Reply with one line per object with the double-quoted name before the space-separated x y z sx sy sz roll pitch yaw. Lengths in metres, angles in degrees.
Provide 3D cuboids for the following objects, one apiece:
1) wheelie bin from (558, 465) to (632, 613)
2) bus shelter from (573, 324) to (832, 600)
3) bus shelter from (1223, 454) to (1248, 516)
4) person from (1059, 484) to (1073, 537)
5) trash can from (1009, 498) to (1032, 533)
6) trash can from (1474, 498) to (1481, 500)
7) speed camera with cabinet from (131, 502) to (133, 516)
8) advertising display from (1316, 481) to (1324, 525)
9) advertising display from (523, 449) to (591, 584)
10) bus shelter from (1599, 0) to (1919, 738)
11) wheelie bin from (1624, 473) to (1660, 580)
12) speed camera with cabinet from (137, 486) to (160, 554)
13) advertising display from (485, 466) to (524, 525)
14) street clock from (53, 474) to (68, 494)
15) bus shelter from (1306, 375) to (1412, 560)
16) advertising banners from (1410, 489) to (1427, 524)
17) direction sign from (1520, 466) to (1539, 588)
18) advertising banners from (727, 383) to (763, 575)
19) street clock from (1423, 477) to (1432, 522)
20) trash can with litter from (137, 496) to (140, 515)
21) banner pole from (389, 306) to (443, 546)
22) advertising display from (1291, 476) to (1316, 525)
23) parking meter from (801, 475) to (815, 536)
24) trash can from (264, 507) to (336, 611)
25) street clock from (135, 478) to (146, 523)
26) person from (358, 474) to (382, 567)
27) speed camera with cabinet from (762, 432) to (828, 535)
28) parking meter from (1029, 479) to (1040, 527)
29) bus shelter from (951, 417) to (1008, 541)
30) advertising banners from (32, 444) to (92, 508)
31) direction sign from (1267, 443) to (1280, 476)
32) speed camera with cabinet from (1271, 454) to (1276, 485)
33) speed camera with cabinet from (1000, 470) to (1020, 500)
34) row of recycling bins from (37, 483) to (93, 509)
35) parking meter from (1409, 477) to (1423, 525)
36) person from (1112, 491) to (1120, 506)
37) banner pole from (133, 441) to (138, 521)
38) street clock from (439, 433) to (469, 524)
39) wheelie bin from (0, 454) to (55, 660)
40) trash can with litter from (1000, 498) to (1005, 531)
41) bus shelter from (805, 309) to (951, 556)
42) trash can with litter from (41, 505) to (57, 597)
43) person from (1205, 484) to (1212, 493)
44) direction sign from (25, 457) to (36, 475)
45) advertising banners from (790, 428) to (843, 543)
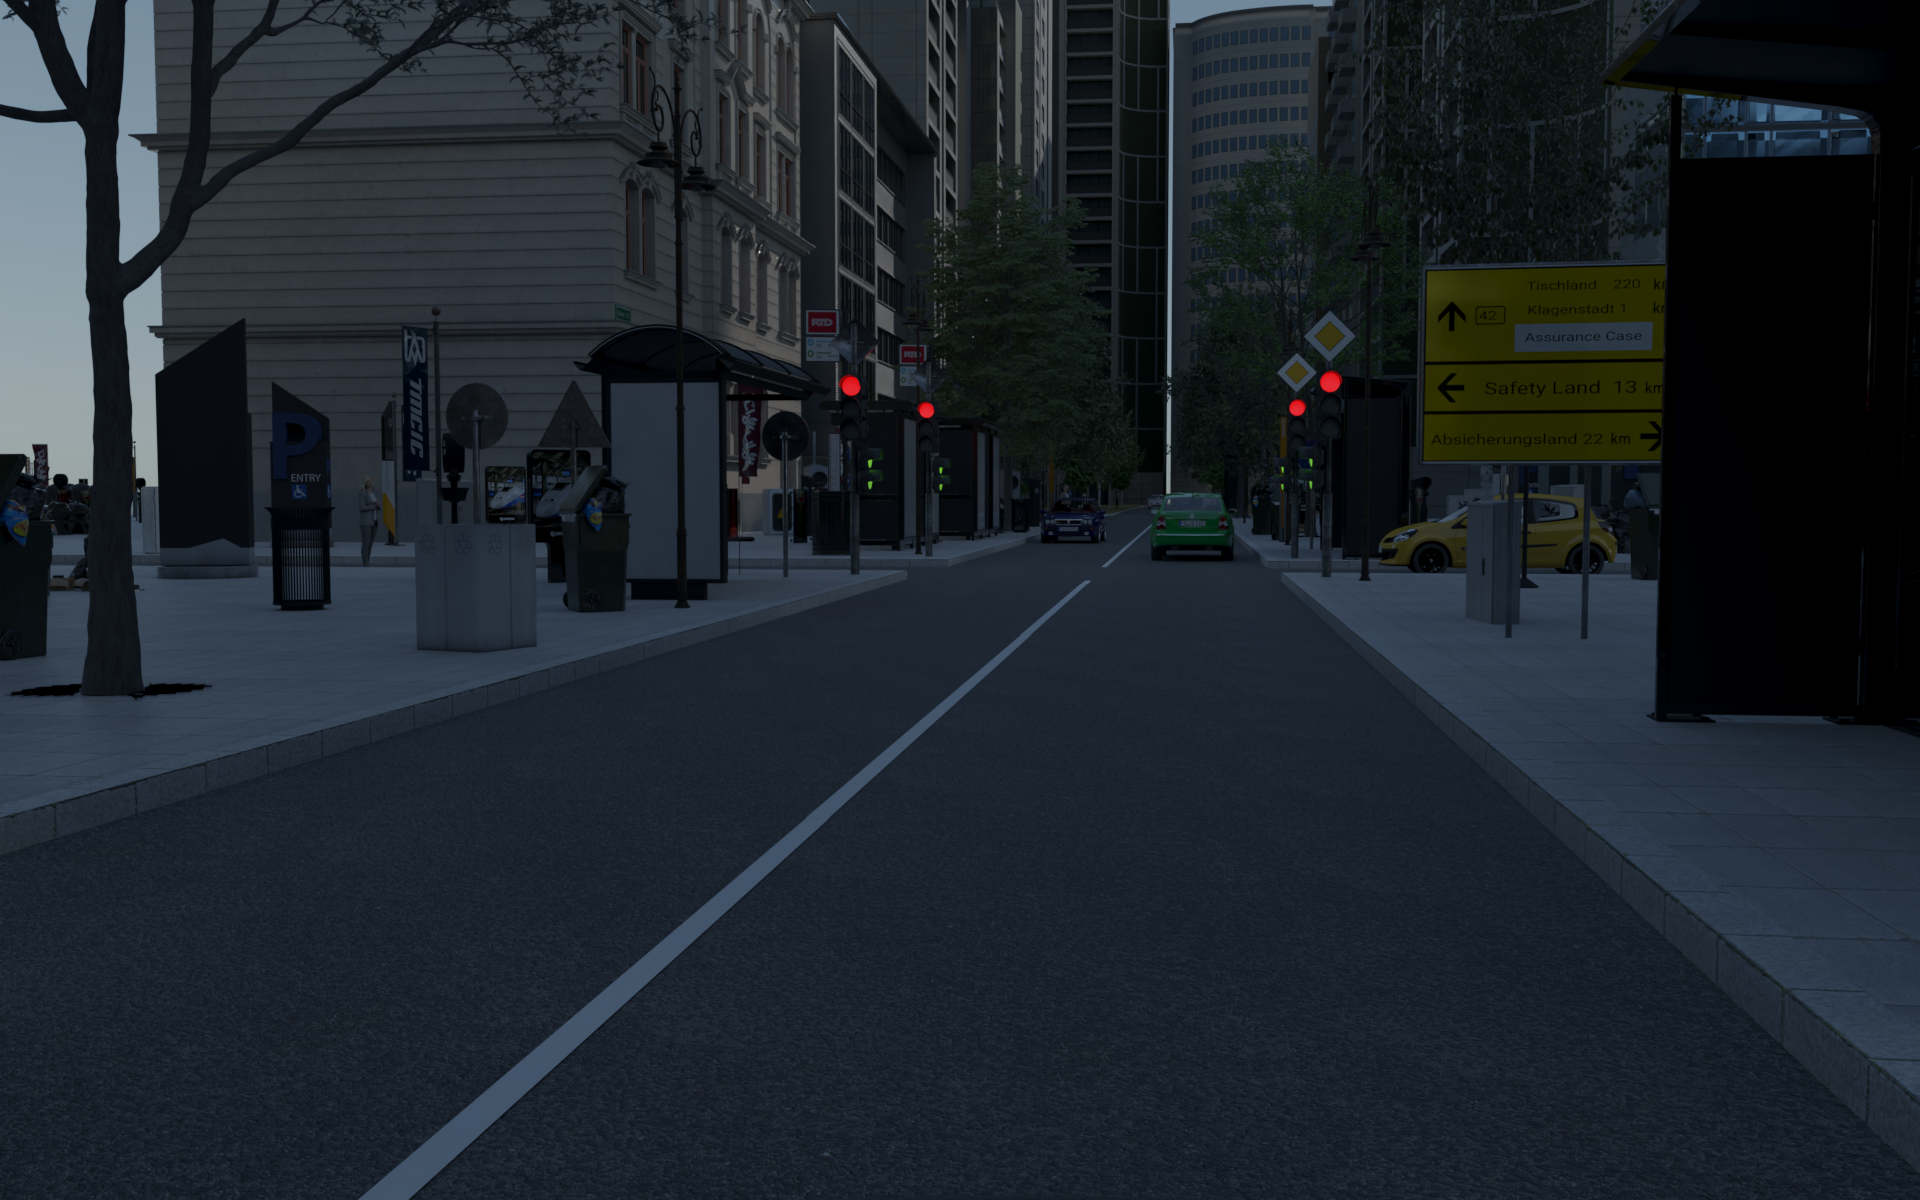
"wheelie bin" -4.003 -0.682 19.052 0.693 1.594 0.980 -2 4 -30
"bus shelter" -3.272 -1.803 23.409 2.014 3.302 5.546 0 4 7
"bus shelter" 16.310 -6.851 103.289 1.731 3.624 6.357 0 4 8
"person" 3.560 -2.985 57.858 0.362 1.759 0.519 3 5 45
"trash can" 2.013 -2.817 57.705 0.748 1.137 0.748 0 3 0
"trash can" 18.532 -3.030 61.197 0.748 1.137 0.748 0 3 0
"speed camera with cabinet" -49.244 -6.667 103.349 0.660 3.252 2.038 -3 4 -39
"advertising display" 15.166 -4.099 72.232 0.123 1.923 0.974 -3 5 -40
"advertising display" -5.783 -1.212 25.024 0.974 1.923 0.123 -3 5 -41
"bus shelter" 4.049 -0.941 6.670 1.731 3.624 6.357 0 4 7
"wheelie bin" 10.419 -1.106 25.999 0.980 1.594 0.693 0 4 -7
"speed camera with cabinet" -16.698 -2.652 37.703 0.660 3.252 2.038 3 4 39
"advertising display" -10.446 -2.118 39.851 0.974 1.923 0.123 -3 5 -41
"street clock" -31.737 -3.461 61.157 0.471 2.002 0.358 1 4 15
"bus shelter" 8.387 -2.780 36.742 1.731 3.624 6.357 0 4 8
"advertising banners" 10.477 -2.731 40.836 0.090 3.025 2.074 3 5 43
"direction sign" 7.734 -1.935 23.642 0.379 3.537 0.876 0 4 -2
"advertising banners" -3.922 -1.922 27.615 2.074 3.025 0.090 2 4 33
"street clock" 19.277 -4.111 71.784 0.471 2.002 0.358 0 4 0
"trash can with litter" -52.801 -6.102 111.157 0.624 1.170 1.055 1 4 13
"banner pole" -7.091 -2.017 22.988 0.401 3.779 0.863 2 4 27
"advertising display" 12.523 -3.573 63.627 0.974 1.923 0.123 -1 4 -23
"parking meter" -4.613 -2.874 52.702 0.399 1.863 0.255 2 4 27
"trash can" -7.306 -0.462 19.208 0.748 1.137 0.748 0 3 0
"street clock" -36.199 -4.404 76.571 0.358 2.002 0.471 0 4 6
"person" -10.914 -1.436 32.168 0.526 1.800 0.537 2 4 32
"speed camera with cabinet" -5.155 -3.675 54.424 2.038 3.252 0.660 -2 4 -25
"parking meter" 2.930 -3.798 67.800 0.399 1.863 0.255 -3 5 -44
"bus shelter" -0.201 -4.358 48.882 2.179 5.291 8.768 0 4 8
"advertising banners" -31.168 -3.922 60.306 2.074 3.025 0.090 -1 4 -9
"direction sign" 14.030 -5.180 76.693 0.876 3.537 0.379 1 4 16
"speed camera with cabinet" 15.041 -5.339 81.633 0.660 3.252 2.038 0 4 7
"speed camera with cabinet" 1.290 -4.411 66.455 2.038 3.252 0.660 -2 4 -28
"row of recycling bins" -33.739 -3.613 66.193 3.534 1.692 1.069 2 4 31
"parking meter" 15.684 -3.294 59.575 0.399 1.863 0.255 -1 4 -9
"person" 17.278 -11.162 191.012 1.348 1.823 0.705 -3 5 -43
"banner pole" -39.018 -5.593 81.457 0.863 3.779 0.401 -3 5 -40
"street clock" -5.993 -0.977 20.537 0.358 2.002 0.471 -1 4 -21
"wheelie bin" -7.585 -0.347 13.579 0.980 1.594 0.693 1 4 16
"trash can with litter" 0.978 -2.833 57.699 1.055 1.170 0.624 1 4 9
"bus shelter" -1.937 -3.827 40.209 2.179 5.291 8.768 0 4 7
"trash can with litter" -11.664 -0.600 21.193 1.055 1.170 0.624 -3 4 -36
"person" 7.655 -2.704 53.381 0.731 1.740 0.598 3 5 40
"direction sign" -61.820 -7.551 115.455 0.379 3.537 0.876 3 5 42
"advertising banners" -3.660 -3.028 45.688 0.090 3.025 2.074 3 5 45
